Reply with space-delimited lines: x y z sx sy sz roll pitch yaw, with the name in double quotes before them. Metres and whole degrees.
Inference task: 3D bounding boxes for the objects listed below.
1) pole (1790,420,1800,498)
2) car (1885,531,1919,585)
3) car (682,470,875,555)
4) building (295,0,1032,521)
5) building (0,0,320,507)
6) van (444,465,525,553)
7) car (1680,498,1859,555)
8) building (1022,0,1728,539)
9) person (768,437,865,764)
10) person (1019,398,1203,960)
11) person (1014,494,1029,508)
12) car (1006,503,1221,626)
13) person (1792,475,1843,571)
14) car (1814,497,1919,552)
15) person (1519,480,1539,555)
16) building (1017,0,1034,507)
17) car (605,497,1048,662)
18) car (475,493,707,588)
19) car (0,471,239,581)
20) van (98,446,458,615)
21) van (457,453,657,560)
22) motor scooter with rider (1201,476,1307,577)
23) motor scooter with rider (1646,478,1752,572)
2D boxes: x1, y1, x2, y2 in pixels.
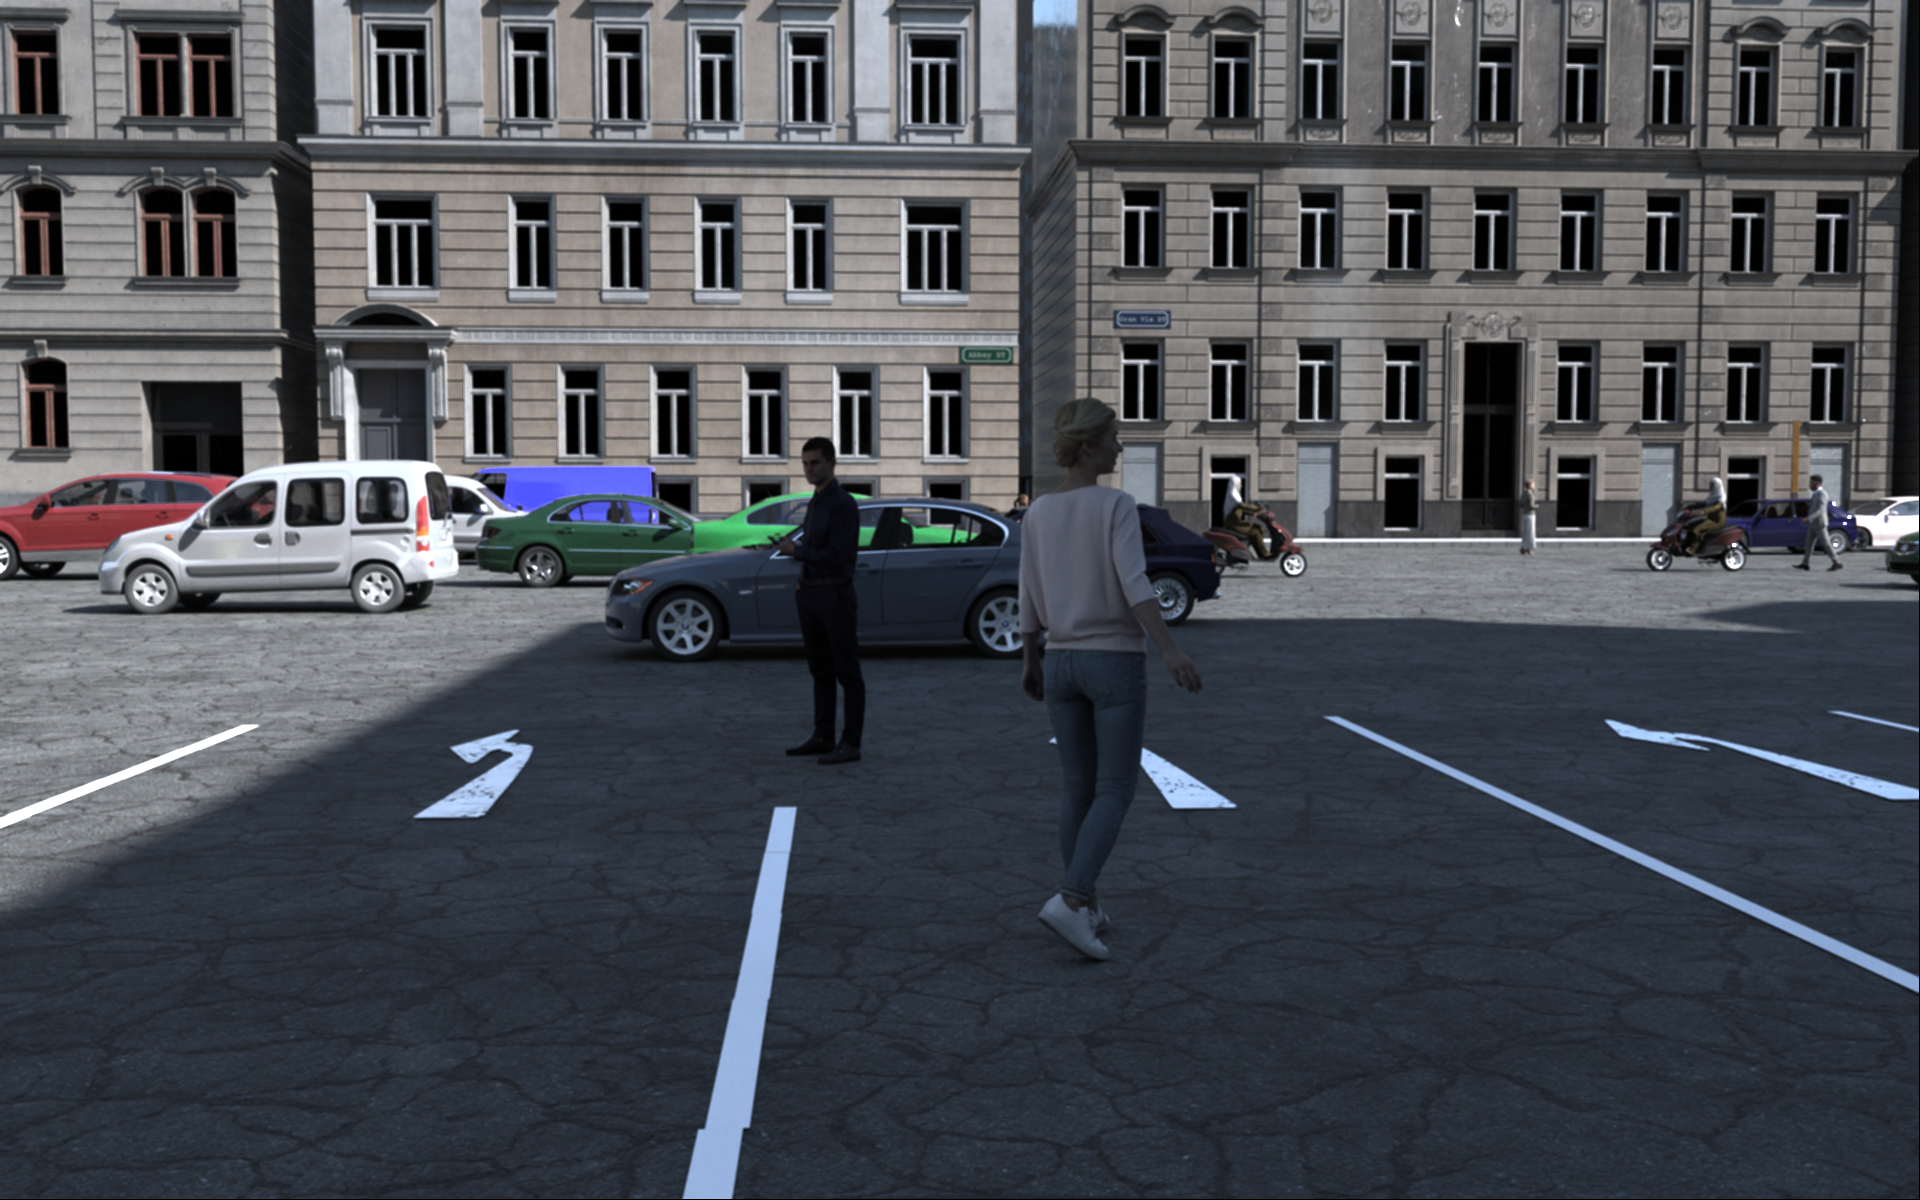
"pole" 23.044 -3.301 47.819 0.158 3.312 0.155 0 3 0
"car" 16.700 -0.893 26.396 4.920 1.459 2.131 0 4 -3
"car" -1.619 -0.992 25.019 4.718 1.807 1.959 0 4 -3
"building" -8.382 -16.369 53.530 20.117 28.700 13.634 0 4 -4
"building" -30.183 -16.202 52.286 23.554 28.519 14.401 0 4 -4
"van" -10.189 -1.740 35.465 4.112 2.044 2.013 0 4 -3
"car" 19.256 -1.765 41.444 3.894 1.354 1.945 0 4 -5
"building" 14.933 -15.753 54.828 25.104 27.353 12.463 0 4 -4
"person" -0.779 -0.009 9.357 0.504 1.737 0.576 -3 4 -39
"person" 0.424 0.227 5.453 0.731 1.740 0.598 2 4 30
"person" 1.198 -1.035 28.655 0.776 1.435 0.726 2 4 23
"car" 0.890 -0.422 19.475 3.894 1.354 1.945 0 4 -4
"person" 16.070 -1.445 32.396 0.850 1.792 0.678 1 4 15
"car" 23.538 -1.913 43.633 4.827 1.381 2.083 0 4 -2
"person" 13.464 -1.948 40.904 0.362 1.759 0.519 -1 4 -12
"building" 11.812 -30.412 147.346 14.600 45.320 14.200 0 4 -4
"car" -0.933 -0.225 15.682 4.499 1.417 2.014 0 4 -6
"car" -5.103 -0.950 27.324 4.920 1.459 2.131 0 4 -4
"car" -14.335 -1.273 29.484 5.304 1.827 2.281 0 4 -4
"van" -8.386 -0.880 21.392 4.112 2.044 2.013 0 4 -4
"van" -9.284 -2.073 38.278 5.245 2.365 2.240 0 4 -6
"motor scooter with rider" 4.987 -1.271 29.738 1.986 1.779 0.876 0 4 -2
"motor scooter with rider" 13.699 -1.415 32.101 1.986 1.779 0.876 0 4 -4
